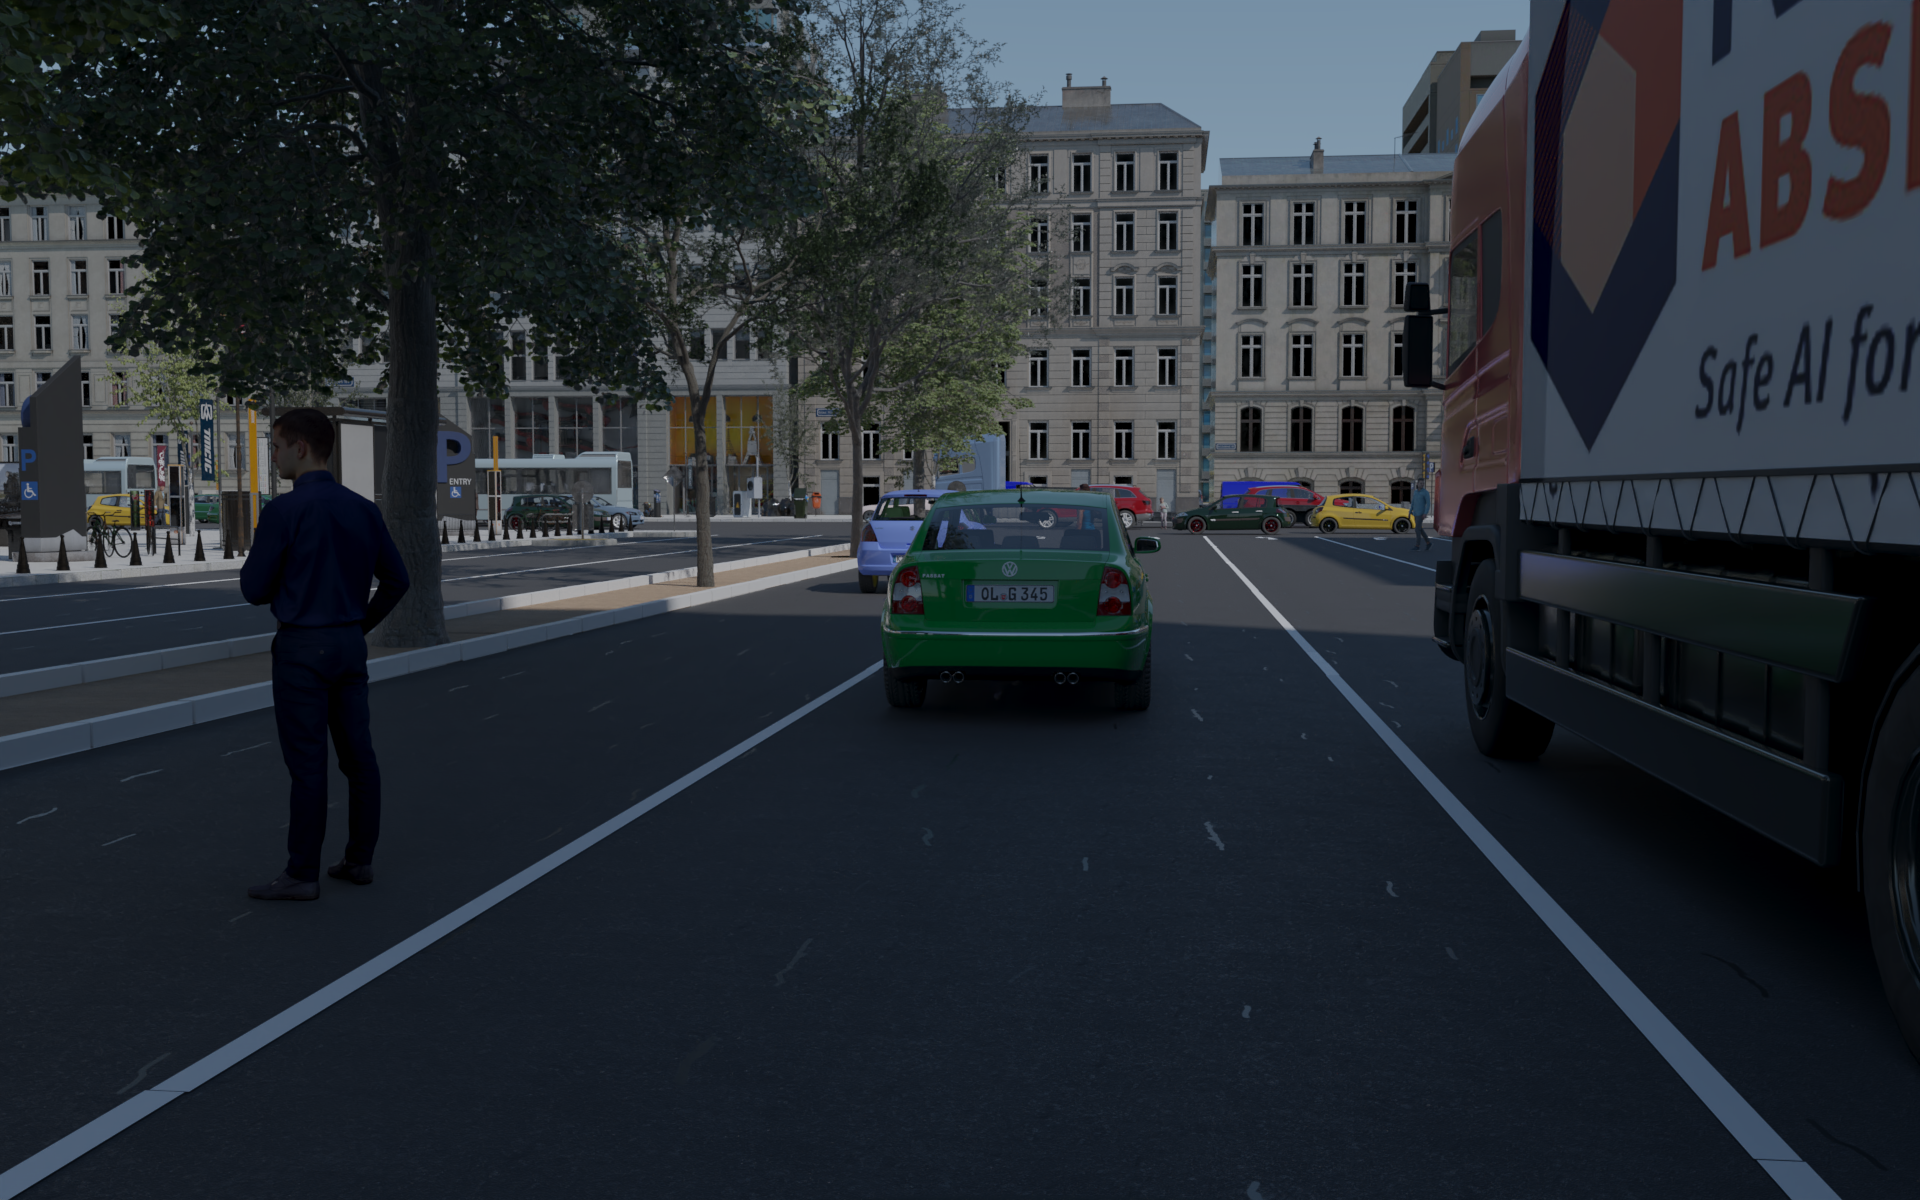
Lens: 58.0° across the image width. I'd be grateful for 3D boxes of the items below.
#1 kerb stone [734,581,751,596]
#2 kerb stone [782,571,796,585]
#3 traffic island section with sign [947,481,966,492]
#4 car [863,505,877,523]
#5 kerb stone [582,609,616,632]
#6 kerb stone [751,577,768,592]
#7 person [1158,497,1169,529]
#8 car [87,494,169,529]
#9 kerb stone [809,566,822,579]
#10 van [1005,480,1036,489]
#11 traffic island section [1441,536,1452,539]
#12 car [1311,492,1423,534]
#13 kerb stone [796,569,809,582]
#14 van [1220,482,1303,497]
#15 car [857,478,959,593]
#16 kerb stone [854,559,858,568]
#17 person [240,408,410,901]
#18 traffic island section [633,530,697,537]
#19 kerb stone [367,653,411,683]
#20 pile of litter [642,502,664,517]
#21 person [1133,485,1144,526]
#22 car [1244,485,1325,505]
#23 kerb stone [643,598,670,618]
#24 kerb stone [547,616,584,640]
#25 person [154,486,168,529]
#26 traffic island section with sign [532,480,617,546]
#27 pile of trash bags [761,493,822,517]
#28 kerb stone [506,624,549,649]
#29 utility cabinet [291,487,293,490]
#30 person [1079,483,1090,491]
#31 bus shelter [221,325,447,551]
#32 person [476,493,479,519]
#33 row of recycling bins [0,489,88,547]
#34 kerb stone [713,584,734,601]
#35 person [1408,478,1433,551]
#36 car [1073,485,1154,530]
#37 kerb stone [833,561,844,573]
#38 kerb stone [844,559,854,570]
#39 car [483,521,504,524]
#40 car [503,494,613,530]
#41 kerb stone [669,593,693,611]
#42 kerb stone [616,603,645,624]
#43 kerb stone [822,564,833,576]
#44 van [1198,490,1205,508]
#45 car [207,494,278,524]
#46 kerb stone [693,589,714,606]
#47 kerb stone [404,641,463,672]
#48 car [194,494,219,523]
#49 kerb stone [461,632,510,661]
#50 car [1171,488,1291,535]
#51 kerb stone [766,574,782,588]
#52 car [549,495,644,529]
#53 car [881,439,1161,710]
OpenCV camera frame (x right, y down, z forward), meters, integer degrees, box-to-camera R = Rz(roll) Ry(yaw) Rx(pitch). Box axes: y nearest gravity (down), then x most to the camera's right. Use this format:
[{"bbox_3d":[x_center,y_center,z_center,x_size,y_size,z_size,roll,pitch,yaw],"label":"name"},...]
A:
[{"bbox_3d":[-3.175,-0.143,24.574,0.120,0.150,1.000,0,4,7],"label":"kerb stone"},{"bbox_3d":[-2.816,-0.333,27.641,0.120,0.150,1.000,0,4,7],"label":"kerb stone"},{"bbox_3d":[-0.191,-3.083,58.544,2.006,1.907,1.989,0,4,7],"label":"traffic island section with sign"},{"bbox_3d":[-2.888,-4.507,86.049,4.827,1.381,2.083,0,4,6],"label":"car"},{"bbox_3d":[-3.908,0.229,18.449,0.120,0.150,1.000,0,4,7],"label":"kerb stone"},{"bbox_3d":[-3.053,-0.202,25.598,0.120,0.150,1.000,0,4,7],"label":"kerb stone"},{"bbox_3d":[8.321,-3.546,70.756,0.425,1.301,0.394,-1,4,-9],"label":"person"},{"bbox_3d":[-33.362,-3.682,70.418,3.980,1.641,2.015,0,4,5],"label":"car"},{"bbox_3d":[-2.568,-0.458,29.679,0.120,0.150,1.000,0,4,7],"label":"kerb stone"},{"bbox_3d":[2.190,-4.799,82.850,5.245,2.365,2.240,1,4,9],"label":"van"},{"bbox_3d":[16.781,-2.080,56.295,2.009,0.180,2.903,0,4,7],"label":"traffic island section"},{"bbox_3d":[14.793,-3.229,63.015,3.980,1.641,2.015,1,4,8],"label":"car"},{"bbox_3d":[-2.694,-0.395,28.660,0.120,0.150,1.000,0,4,7],"label":"kerb stone"},{"bbox_3d":[15.230,-4.886,84.265,5.245,2.365,2.240,0,4,6],"label":"van"},{"bbox_3d":[-0.449,-1.022,26.305,1.945,1.707,3.694,0,4,7],"label":"car"},{"bbox_3d":[-2.079,-0.709,33.781,0.120,0.150,1.000,0,4,7],"label":"kerb stone"},{"bbox_3d":[-2.362,0.179,6.286,0.504,1.737,0.576,1,4,18],"label":"person"},{"bbox_3d":[-9.823,-2.273,59.448,2.009,0.180,2.903,0,4,7],"label":"traffic island section"},{"bbox_3d":[-4.518,0.545,13.317,0.120,0.150,1.000,0,4,7],"label":"kerb stone"},{"bbox_3d":[-17.335,-5.026,96.147,1.719,0.858,1.176,1,4,16],"label":"pile of litter"},{"bbox_3d":[8.064,-4.314,78.847,0.655,1.846,0.447,2,4,32],"label":"person"},{"bbox_3d":[14.918,-4.172,76.879,5.304,1.827,2.281,0,4,6],"label":"car"},{"bbox_3d":[-3.663,0.104,20.494,0.120,0.150,1.000,0,4,7],"label":"kerb stone"},{"bbox_3d":[-4.033,0.299,17.425,0.120,0.150,1.000,0,4,7],"label":"kerb stone"},{"bbox_3d":[-30.766,-3.556,66.555,0.836,1.842,0.656,-1,4,-23],"label":"person"},{"bbox_3d":[-10.761,-2.453,48.729,1.989,1.847,2.006,0,4,7],"label":"traffic island section with sign"},{"bbox_3d":[-9.593,-5.444,98.755,3.447,1.369,1.912,-1,4,-12],"label":"pile of trash bags"},{"bbox_3d":[-4.152,0.356,16.402,0.120,0.150,1.000,0,4,7],"label":"kerb stone"},{"bbox_3d":[-20.020,-2.697,52.770,0.318,1.500,1.173,0,4,-5],"label":"utility cabinet"},{"bbox_3d":[1.967,-1.015,26.960,0.662,1.594,0.647,2,4,30],"label":"person"},{"bbox_3d":[-15.581,-4.000,43.039,2.179,5.291,8.768,0,4,7],"label":"bus shelter"},{"bbox_3d":[-20.187,-3.818,71.603,0.565,1.739,0.600,2,4,25],"label":"person"},{"bbox_3d":[-22.884,-2.152,42.292,3.534,1.692,1.069,1,4,14],"label":"row of recycling bins"},{"bbox_3d":[-3.296,-0.083,23.555,0.120,0.150,1.000,0,4,7],"label":"kerb stone"},{"bbox_3d":[11.638,-2.153,43.566,0.748,1.841,0.638,-1,4,-13],"label":"person"},{"bbox_3d":[5.228,-3.787,70.587,5.304,1.827,2.281,0,4,6],"label":"car"},{"bbox_3d":[-2.326,-0.581,31.739,0.120,0.150,1.000,0,4,7],"label":"kerb stone"},{"bbox_3d":[-2.198,-0.645,32.758,0.120,0.150,1.000,0,4,7],"label":"kerb stone"},{"bbox_3d":[-23.564,-4.325,83.073,4.827,1.381,2.083,0,4,7],"label":"car"},{"bbox_3d":[-15.578,-3.504,67.083,4.222,1.686,2.009,0,4,7],"label":"car"},{"bbox_3d":[-3.547,0.042,21.514,0.120,0.150,1.000,0,4,7],"label":"kerb stone"},{"bbox_3d":[-3.784,0.168,19.475,0.120,0.150,1.000,0,4,7],"label":"kerb stone"},{"bbox_3d":[-2.450,-0.520,30.706,0.120,0.150,1.000,0,4,7],"label":"kerb stone"},{"bbox_3d":[22.170,-9.601,163.981,2.013,2.044,4.112,0,4,7],"label":"van"},{"bbox_3d":[-28.302,-3.622,71.017,4.920,1.459,2.131,0,4,8],"label":"car"},{"bbox_3d":[-3.419,-0.018,22.534,0.120,0.150,1.000,0,4,7],"label":"kerb stone"},{"bbox_3d":[-4.399,0.480,14.348,0.120,0.150,1.000,0,4,7],"label":"kerb stone"},{"bbox_3d":[-36.319,-4.486,85.140,4.920,1.459,2.131,0,4,7],"label":"car"},{"bbox_3d":[-4.268,0.417,15.371,0.120,0.150,1.000,0,4,7],"label":"kerb stone"},{"bbox_3d":[9.641,-3.171,61.628,4.222,1.686,2.009,0,4,7],"label":"car"},{"bbox_3d":[-2.939,-0.271,26.622,0.120,0.150,1.000,0,4,7],"label":"kerb stone"},{"bbox_3d":[-15.340,-3.656,71.779,4.499,1.417,2.014,0,4,6],"label":"car"},{"bbox_3d":[0.527,-0.253,12.934,1.959,1.807,4.718,0,4,6],"label":"car"}]
